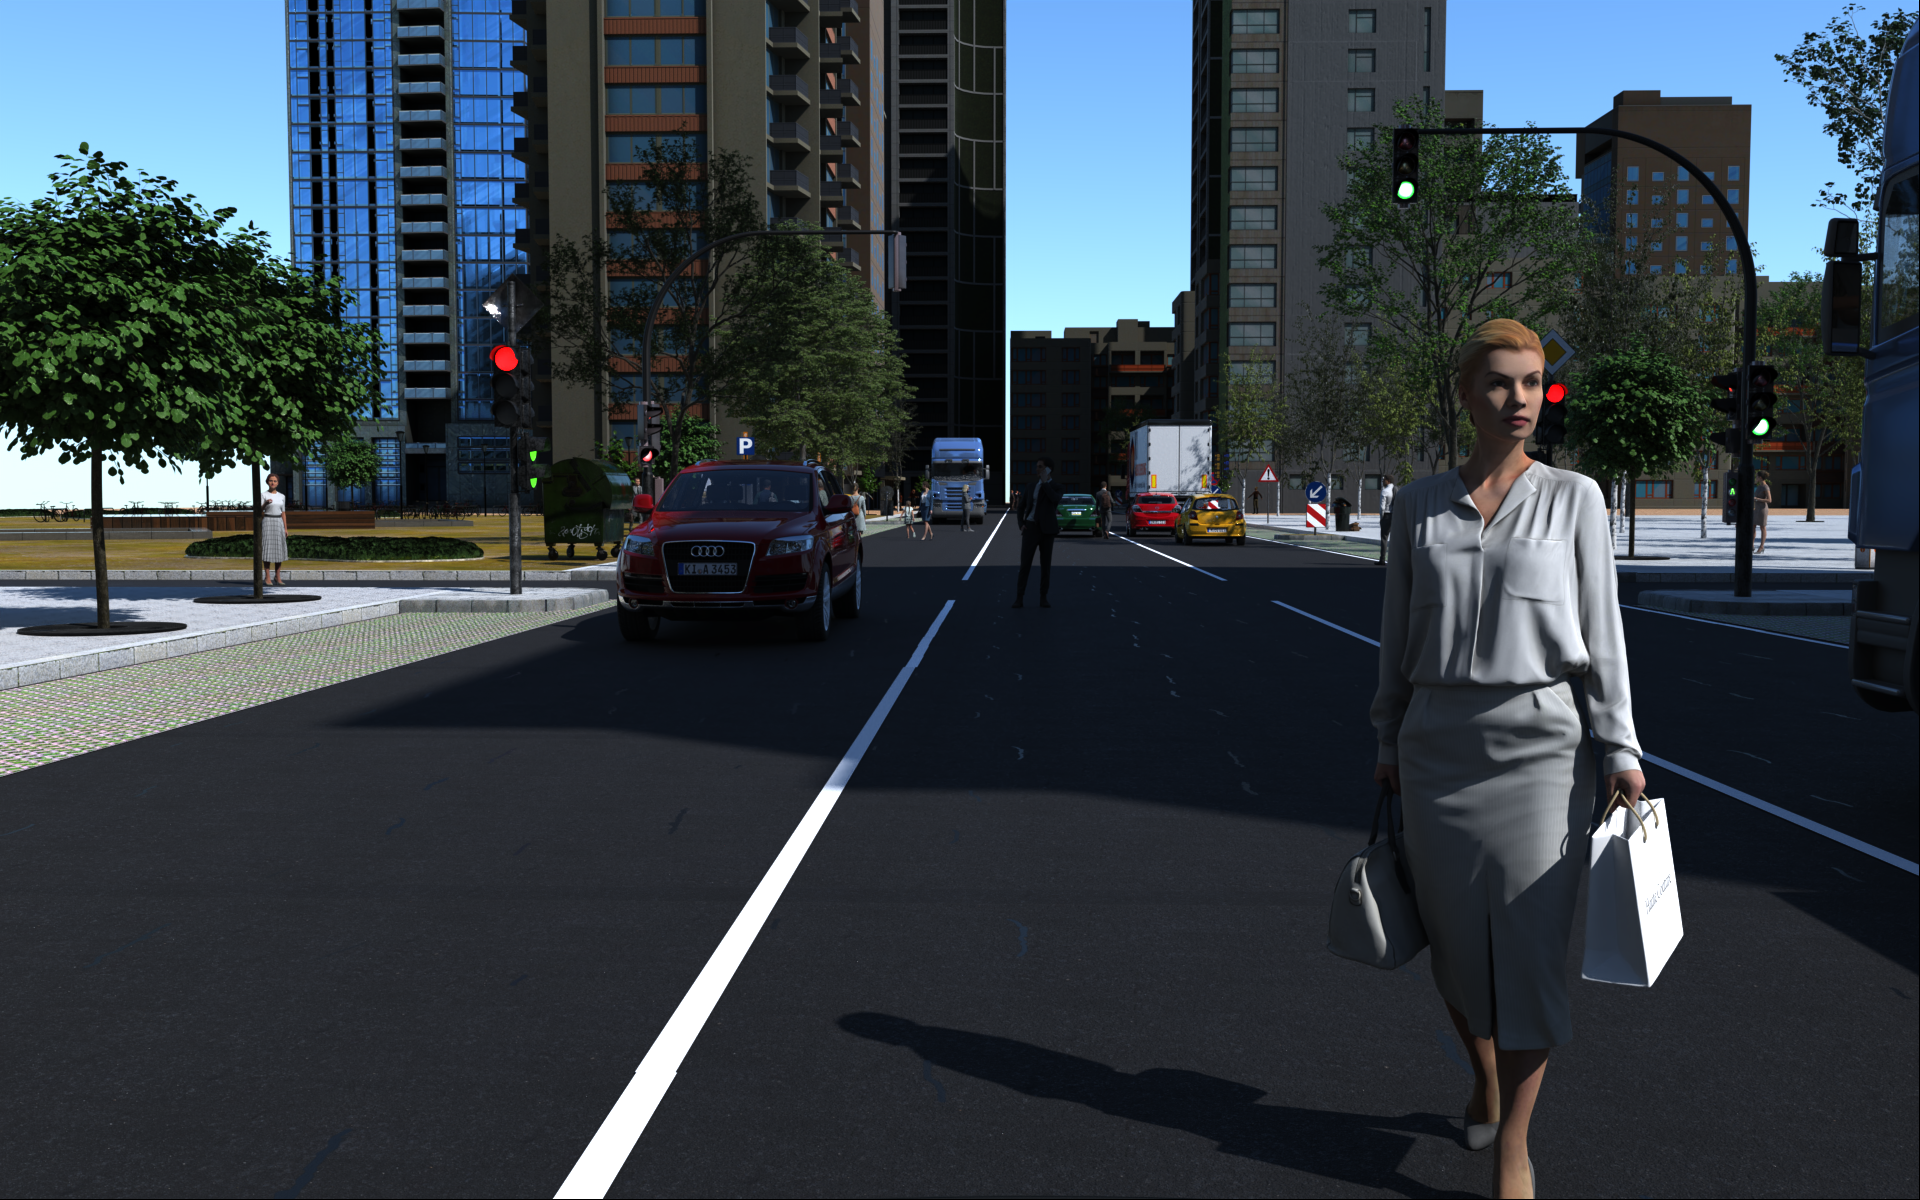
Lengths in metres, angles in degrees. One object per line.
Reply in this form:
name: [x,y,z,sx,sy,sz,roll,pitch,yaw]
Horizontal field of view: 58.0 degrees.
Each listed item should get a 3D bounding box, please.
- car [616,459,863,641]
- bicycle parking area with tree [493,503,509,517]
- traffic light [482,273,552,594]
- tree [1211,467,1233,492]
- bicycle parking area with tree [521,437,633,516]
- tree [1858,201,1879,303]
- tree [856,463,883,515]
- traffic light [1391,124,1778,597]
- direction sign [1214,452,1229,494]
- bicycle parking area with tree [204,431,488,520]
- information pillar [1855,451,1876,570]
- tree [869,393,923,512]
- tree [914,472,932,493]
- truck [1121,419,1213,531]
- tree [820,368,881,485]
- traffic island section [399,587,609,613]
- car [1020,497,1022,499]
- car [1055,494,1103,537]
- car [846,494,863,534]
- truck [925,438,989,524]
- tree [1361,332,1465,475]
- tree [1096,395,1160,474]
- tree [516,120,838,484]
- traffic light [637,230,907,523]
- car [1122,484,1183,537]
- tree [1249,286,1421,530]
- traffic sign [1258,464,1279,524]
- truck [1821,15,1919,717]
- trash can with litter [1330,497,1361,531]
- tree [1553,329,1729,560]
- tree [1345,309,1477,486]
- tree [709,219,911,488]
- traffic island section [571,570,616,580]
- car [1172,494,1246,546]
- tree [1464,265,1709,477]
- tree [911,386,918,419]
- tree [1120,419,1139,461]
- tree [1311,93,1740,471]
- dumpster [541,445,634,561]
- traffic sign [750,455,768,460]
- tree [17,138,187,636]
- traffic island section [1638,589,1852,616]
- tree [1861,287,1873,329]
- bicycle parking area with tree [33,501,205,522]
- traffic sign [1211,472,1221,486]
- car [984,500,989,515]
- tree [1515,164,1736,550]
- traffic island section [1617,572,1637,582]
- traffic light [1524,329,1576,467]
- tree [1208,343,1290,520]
car: [-2.228,-0.607,18.593,2.281,1.827,5.304,0,4,2]
bicycle parking area with tree: [-29.053,-6.925,100.222,9.016,4.147,8.231,-3,5,-41]
traffic light: [-5.677,-2.029,22.095,0.839,4.253,0.868,0,4,2]
tree: [15.675,-6.809,105.923,1.663,3.219,1.824,0,3,0]
bicycle parking area with tree: [-17.491,-6.264,89.425,9.016,4.147,8.231,0,4,-3]
tree: [23.673,-5.743,44.263,4.737,8.622,4.395,0,3,0]
tree: [-5.510,-6.835,106.349,1.663,3.219,1.824,0,3,0]
traffic light: [7.682,-2.866,21.523,4.771,5.953,1.251,0,4,2]
direction sign: [14.108,-6.204,93.439,0.876,3.537,0.379,-1,4,-17]
bicycle parking area with tree: [-28.049,-5.666,79.634,8.231,4.147,9.016,2,4,31]
information pillar: [15.487,-1.528,29.475,0.304,2.012,0.304,-2,4,-23]
tree: [-4.599,-10.503,122.088,4.360,8.622,3.978,0,3,0]
tree: [-3.330,-9.787,154.623,1.663,3.219,1.824,0,3,0]
truck: [8.308,-4.991,70.518,2.839,4.237,11.283,0,4,1]
tree: [-6.210,-9.108,99.275,4.737,8.622,4.395,0,3,0]
traffic island section: [-5.717,0.003,22.231,2.009,0.180,2.903,0,4,2]
car: [7.045,-10.152,175.573,1.945,1.707,3.694,0,4,1]
car: [3.886,-2.869,58.706,2.131,1.459,4.920,0,4,2]
car: [-4.337,-3.034,59.832,2.015,1.641,3.980,0,4,3]
truck: [-0.120,-6.043,88.569,2.967,4.110,18.799,0,3,0]
tree: [27.527,-10.181,100.863,8.767,10.594,7.601,0,4,5]
tree: [17.863,-15.660,181.792,9.928,11.665,9.643,0,3,0]
tree: [-7.430,-6.710,44.114,8.767,10.594,7.601,0,4,-7]
traffic light: [-3.316,-3.387,30.040,4.771,5.953,1.251,0,4,2]
car: [6.631,-3.070,59.230,2.155,1.783,4.494,0,4,3]
tree: [13.458,-6.853,62.409,4.360,8.622,3.978,0,3,0]
traffic sign: [13.397,-4.604,75.275,0.884,2.594,0.081,0,4,7]
truck: [5.164,-0.636,0.163,2.967,4.110,18.799,0,4,4]
trash can with litter: [13.280,-2.946,59.555,1.055,1.170,0.624,-3,4,-36]
tree: [13.235,-3.090,34.233,4.285,4.588,4.351,0,3,0]
tree: [17.194,-7.156,67.367,4.737,8.622,4.395,0,3,0]
tree: [-6.988,-9.434,72.376,7.486,12.596,7.792,0,3,0]
traffic island section: [-5.449,-0.485,30.211,2.009,0.180,2.903,0,4,2]
car: [7.135,-2.411,49.643,2.015,1.641,3.980,0,4,2]
tree: [26.152,-8.391,71.609,8.767,10.594,7.601,0,4,7]
tree: [-5.863,-10.486,89.566,7.486,12.596,7.792,0,3,0]
tree: [17.414,-13.191,166.035,4.737,8.622,4.395,0,3,0]
tree: [12.958,-7.343,45.822,9.928,11.665,9.643,0,3,0]
dumpster: [-7.375,-1.933,34.094,1.502,2.255,1.985,0,4,2]
traffic sign: [-6.548,-3.431,56.200,0.768,2.556,0.104,0,4,5]
tree: [-8.015,-1.989,16.239,4.285,4.588,4.351,0,3,0]
traffic island section: [9.816,0.035,21.707,2.009,0.180,2.903,0,4,2]
tree: [22.654,-5.400,38.645,4.360,8.622,3.978,0,3,0]
bicycle parking area with tree: [-38.139,-5.784,81.572,8.231,4.147,9.016,1,4,14]
traffic sign: [14.669,-6.119,100.147,0.768,2.556,0.104,1,4,9]
car: [0.968,-6.604,119.972,2.014,1.417,4.499,0,4,0]
tree: [15.276,-5.460,39.629,4.360,8.622,3.978,0,3,0]
traffic island section: [10.083,-0.453,29.687,2.009,0.180,2.903,0,4,2]
traffic light: [10.044,-2.486,29.575,0.839,4.253,0.868,0,4,2]
tree: [14.129,-8.275,85.656,4.737,8.622,4.395,0,3,0]
